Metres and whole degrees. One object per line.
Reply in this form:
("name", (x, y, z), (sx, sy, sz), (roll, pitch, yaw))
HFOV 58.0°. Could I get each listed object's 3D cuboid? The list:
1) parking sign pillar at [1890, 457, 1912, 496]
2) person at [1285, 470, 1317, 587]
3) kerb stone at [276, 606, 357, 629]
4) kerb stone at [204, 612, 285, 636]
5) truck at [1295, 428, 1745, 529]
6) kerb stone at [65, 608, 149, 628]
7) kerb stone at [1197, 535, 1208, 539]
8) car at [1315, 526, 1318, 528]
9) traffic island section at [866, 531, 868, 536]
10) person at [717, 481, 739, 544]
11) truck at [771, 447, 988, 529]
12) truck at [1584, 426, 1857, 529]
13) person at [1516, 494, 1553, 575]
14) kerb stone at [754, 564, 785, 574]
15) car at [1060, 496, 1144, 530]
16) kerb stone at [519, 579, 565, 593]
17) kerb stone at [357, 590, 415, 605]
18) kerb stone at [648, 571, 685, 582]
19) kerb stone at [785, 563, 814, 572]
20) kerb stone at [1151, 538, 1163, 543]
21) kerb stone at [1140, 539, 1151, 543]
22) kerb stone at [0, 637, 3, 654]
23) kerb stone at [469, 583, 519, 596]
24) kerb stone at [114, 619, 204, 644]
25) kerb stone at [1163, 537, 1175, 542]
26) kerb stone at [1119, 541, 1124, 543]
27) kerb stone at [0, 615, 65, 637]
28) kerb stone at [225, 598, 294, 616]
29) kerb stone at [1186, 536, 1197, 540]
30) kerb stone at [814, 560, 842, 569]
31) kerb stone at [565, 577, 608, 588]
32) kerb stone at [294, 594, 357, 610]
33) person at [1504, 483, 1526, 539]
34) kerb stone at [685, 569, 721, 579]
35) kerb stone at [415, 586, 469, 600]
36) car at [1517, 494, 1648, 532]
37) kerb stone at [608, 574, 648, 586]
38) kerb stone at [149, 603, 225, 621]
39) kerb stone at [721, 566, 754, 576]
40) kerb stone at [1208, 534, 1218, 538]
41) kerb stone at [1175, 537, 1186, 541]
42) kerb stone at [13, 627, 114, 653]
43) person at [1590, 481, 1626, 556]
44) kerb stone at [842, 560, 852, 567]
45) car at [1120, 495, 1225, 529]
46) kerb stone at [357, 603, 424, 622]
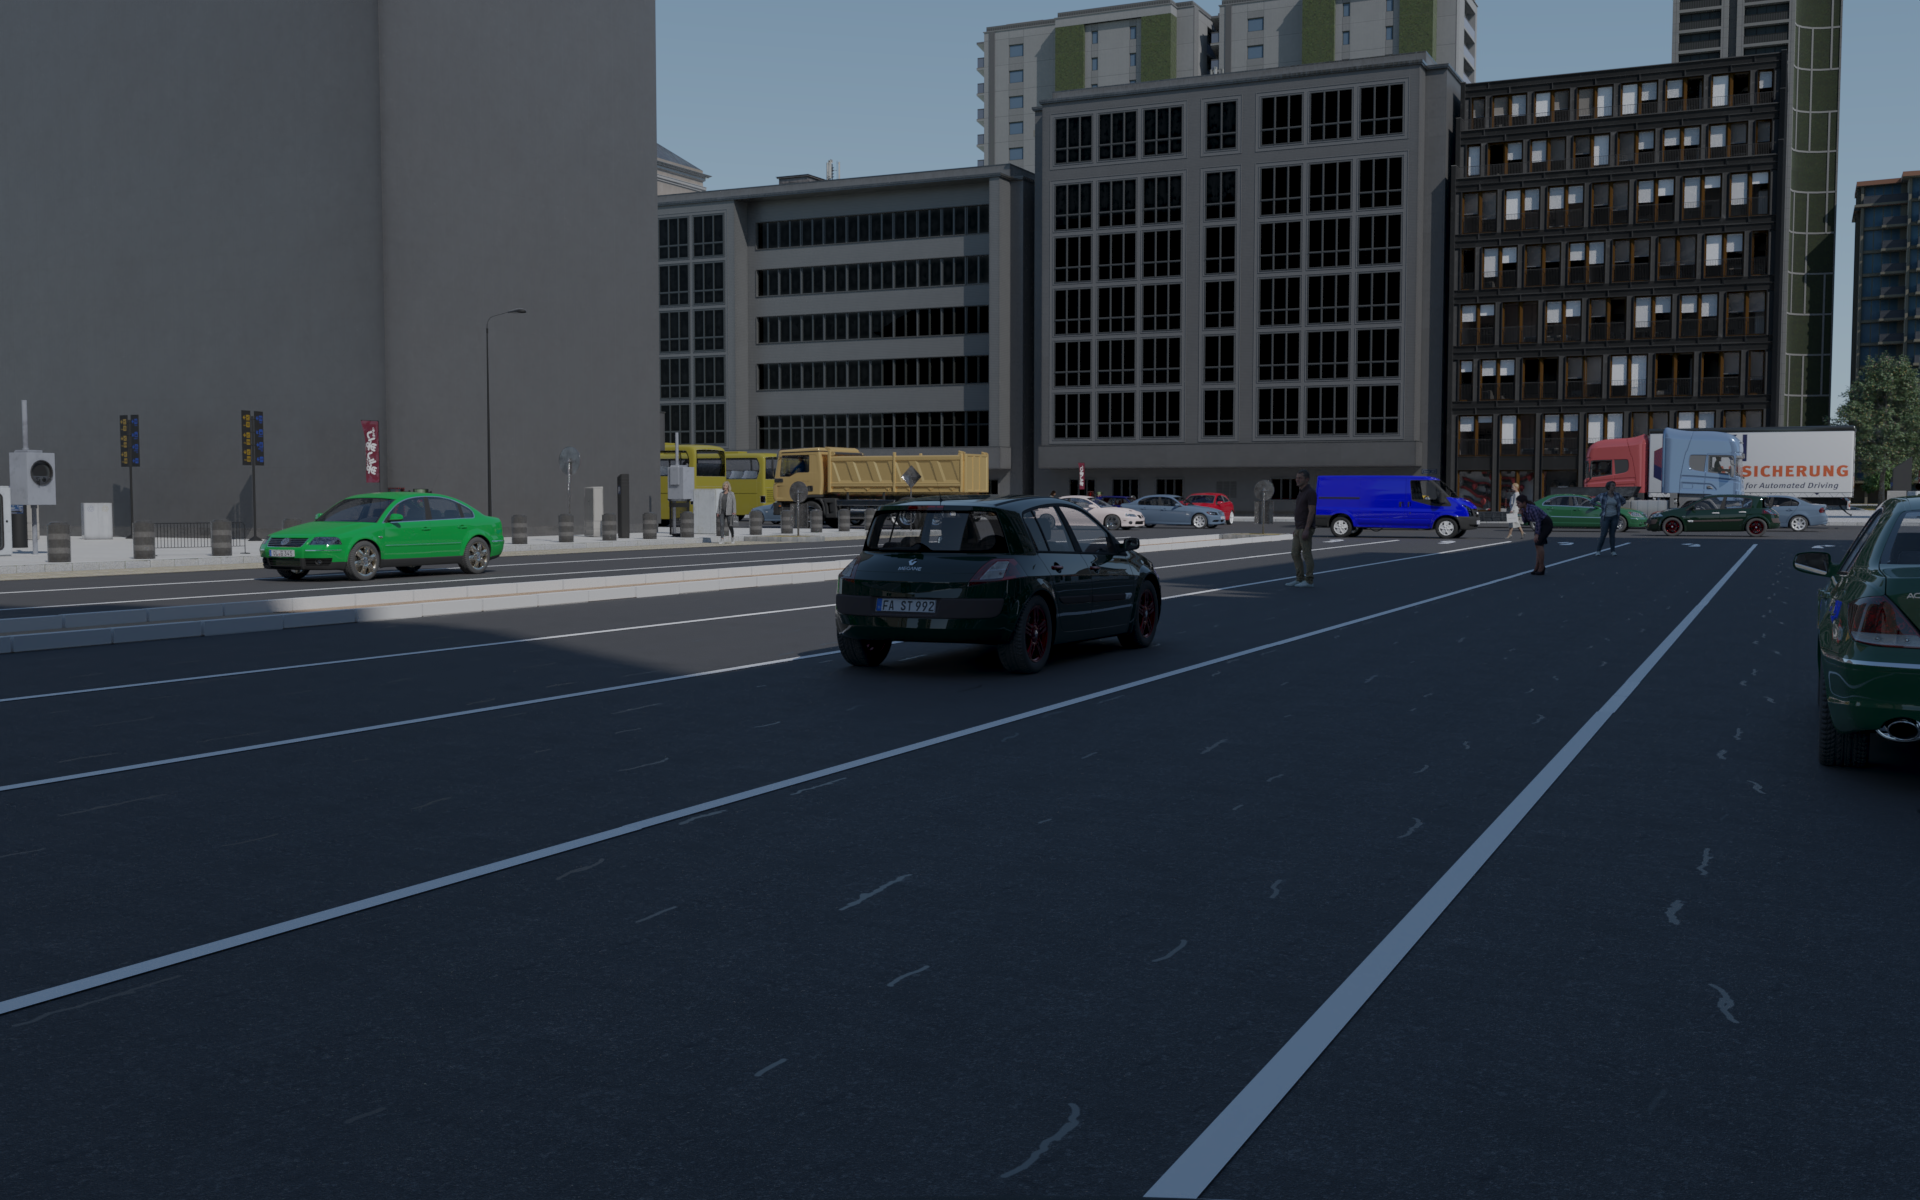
("parking sign pillar", (67.788, -8.337, 124.789), (1.447, 3.967, 1.447), (0, 4, 3))
("person", (5.273, -1.107, 26.732), (0.434, 1.807, 0.598), (0, 4, 4))
("kerb stone", (-7.016, 0.203, 18.876), (0.120, 0.150, 1.000), (2, 4, 26))
("kerb stone", (-7.454, 0.260, 17.945), (0.120, 0.150, 1.000), (2, 4, 26))
("truck", (23.753, -5.123, 73.521), (18.799, 4.110, 2.967), (2, 4, 26))
("kerb stone", (-9.341, 0.205, 18.883), (0.120, 0.150, 1.000), (2, 4, 26))
("kerb stone", (7.316, -1.897, 53.206), (0.120, 0.150, 1.000), (2, 4, 26))
("car", (16.565, -3.775, 73.722), (4.499, 1.417, 2.014), (2, 4, 27))
("traffic island section", (-1.732, -2.335, 60.456), (2.009, 0.180, 2.903), (2, 4, 26))
("person", (-6.624, -2.510, 49.720), (0.709, 1.800, 0.728), (1, 4, 19))
("truck", (-3.755, -4.635, 71.711), (9.791, 3.379, 3.469), (2, 4, 24))
("truck", (32.138, -5.233, 74.469), (11.283, 4.237, 2.839), (2, 4, 28))
("person", (10.139, -1.154, 30.595), (0.697, 1.427, 0.421), (-1, 4, -13))
("kerb stone", (-3.489, -0.535, 30.942), (0.120, 0.150, 1.000), (2, 4, 26))
("car", (5.063, -3.513, 69.800), (4.827, 1.381, 2.083), (2, 4, 25))
("kerb stone", (-6.195, -0.192, 25.378), (0.120, 0.150, 1.000), (2, 4, 26))
("kerb stone", (-7.545, -0.024, 22.594), (0.120, 0.150, 1.000), (2, 4, 26))
("kerb stone", (-4.850, -0.361, 28.162), (0.120, 0.150, 1.000), (2, 4, 26))
("kerb stone", (-3.041, -0.592, 31.867), (0.120, 0.150, 1.000), (2, 4, 26))
("kerb stone", (5.518, -1.665, 49.508), (0.120, 0.150, 1.000), (2, 4, 26))
("kerb stone", (5.065, -1.613, 48.584), (0.120, 0.150, 1.000), (2, 4, 26))
("kerb stone", (-8.816, 0.430, 15.163), (0.120, 0.150, 1.000), (2, 4, 26))
("kerb stone", (-6.643, -0.138, 24.447), (0.120, 0.150, 1.000), (2, 4, 26))
("kerb stone", (-7.914, 0.317, 17.016), (0.120, 0.150, 1.000), (2, 4, 26))
("kerb stone", (5.969, -1.719, 50.432), (0.120, 0.150, 1.000), (2, 4, 26))
("kerb stone", (4.624, -1.557, 47.654), (0.120, 0.150, 1.000), (2, 4, 26))
("kerb stone", (-9.797, 0.267, 17.947), (0.120, 0.150, 1.000), (2, 4, 26))
("kerb stone", (-8.439, 0.089, 20.743), (0.120, 0.150, 1.000), (2, 4, 26))
("kerb stone", (6.869, -1.840, 52.281), (0.120, 0.150, 1.000), (2, 4, 26))
("kerb stone", (-2.589, -0.641, 32.799), (0.120, 0.150, 1.000), (2, 4, 26))
("kerb stone", (-5.742, -0.251, 26.302), (0.120, 0.150, 1.000), (2, 4, 26))
("kerb stone", (-7.996, 0.032, 21.671), (0.120, 0.150, 1.000), (2, 4, 26))
("person", (17.705, -2.832, 55.160), (0.624, 1.780, 0.694), (2, 4, 33))
("kerb stone", (-4.393, -0.421, 29.086), (0.120, 0.150, 1.000), (2, 4, 26))
("kerb stone", (-7.097, -0.080, 23.522), (0.120, 0.150, 1.000), (2, 4, 26))
("car", (23.689, -3.329, 66.220), (4.920, 1.459, 2.131), (2, 4, 27))
("kerb stone", (-5.302, -0.303, 27.239), (0.120, 0.150, 1.000), (2, 4, 26))
("kerb stone", (-8.886, 0.146, 19.811), (0.120, 0.150, 1.000), (2, 4, 26))
("kerb stone", (-3.943, -0.478, 30.010), (0.120, 0.150, 1.000), (2, 4, 26))
("kerb stone", (7.768, -1.952, 54.129), (0.120, 0.150, 1.000), (2, 4, 26))
("kerb stone", (6.421, -1.783, 51.355), (0.120, 0.150, 1.000), (2, 4, 26))
("kerb stone", (-8.366, 0.374, 16.089), (0.120, 0.150, 1.000), (2, 4, 26))
("person", (15.071, -1.896, 40.222), (0.841, 1.734, 0.376), (0, 4, 5))
("kerb stone", (-2.130, -0.705, 33.726), (0.120, 0.150, 1.000), (2, 4, 26))
("car", (8.913, -3.719, 72.816), (4.499, 1.417, 2.014), (2, 4, 27))
("kerb stone", (-6.557, 0.147, 19.799), (0.120, 0.150, 1.000), (2, 4, 26))
